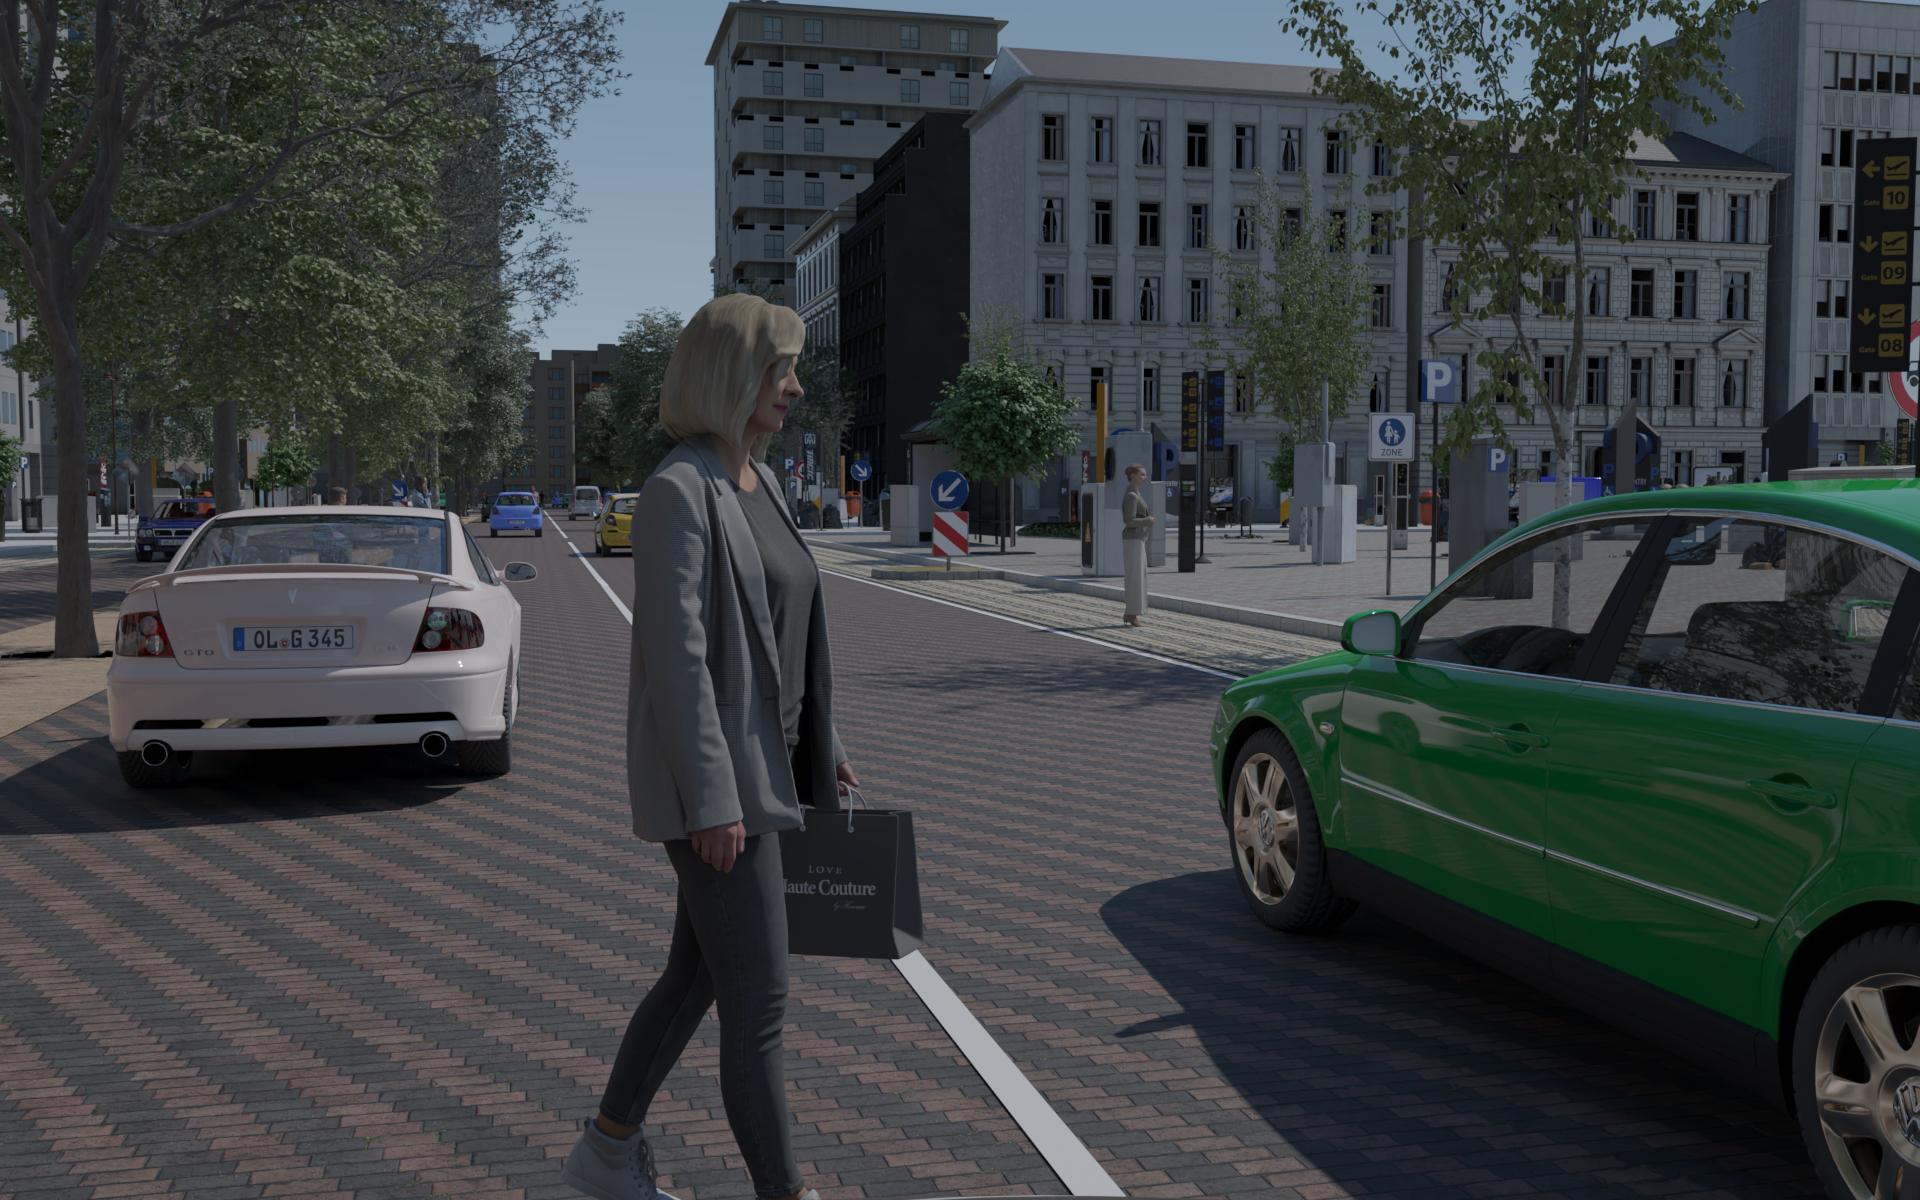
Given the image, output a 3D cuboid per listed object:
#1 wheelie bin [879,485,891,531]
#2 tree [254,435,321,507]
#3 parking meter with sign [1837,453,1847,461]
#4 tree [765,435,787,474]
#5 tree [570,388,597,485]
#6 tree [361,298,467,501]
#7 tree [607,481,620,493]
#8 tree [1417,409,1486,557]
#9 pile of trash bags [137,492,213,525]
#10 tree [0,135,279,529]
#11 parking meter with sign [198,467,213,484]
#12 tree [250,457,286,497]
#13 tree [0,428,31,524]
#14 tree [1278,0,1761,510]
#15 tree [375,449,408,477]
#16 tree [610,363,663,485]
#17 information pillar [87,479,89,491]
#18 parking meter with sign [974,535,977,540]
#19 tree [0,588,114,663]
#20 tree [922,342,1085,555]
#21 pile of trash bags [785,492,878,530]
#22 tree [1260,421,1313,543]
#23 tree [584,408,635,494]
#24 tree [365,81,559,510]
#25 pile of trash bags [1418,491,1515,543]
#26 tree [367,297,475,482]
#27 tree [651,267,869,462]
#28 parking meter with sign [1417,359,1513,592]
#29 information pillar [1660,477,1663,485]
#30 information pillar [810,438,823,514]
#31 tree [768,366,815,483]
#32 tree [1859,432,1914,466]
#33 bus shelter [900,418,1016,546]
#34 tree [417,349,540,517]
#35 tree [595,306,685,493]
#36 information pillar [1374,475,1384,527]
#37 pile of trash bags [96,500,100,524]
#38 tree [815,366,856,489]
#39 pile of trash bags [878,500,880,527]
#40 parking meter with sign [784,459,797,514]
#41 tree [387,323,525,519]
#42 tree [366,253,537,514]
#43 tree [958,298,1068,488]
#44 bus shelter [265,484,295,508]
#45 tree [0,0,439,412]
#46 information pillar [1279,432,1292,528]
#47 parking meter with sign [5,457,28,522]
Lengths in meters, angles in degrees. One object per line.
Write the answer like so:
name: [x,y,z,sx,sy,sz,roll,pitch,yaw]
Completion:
wheelie bin: [-2.406,-3.195,60.153,0.693,1.594,0.980,1,4,14]
tree: [-36.429,-6.732,93.780,4.285,4.588,4.351,0,3,0]
parking meter with sign: [38.058,-4.718,73.394,1.738,3.016,0.543,-1,4,-12]
tree: [-14.876,-10.842,127.632,4.737,8.622,4.395,0,3,0]
tree: [-39.934,-17.849,198.488,9.857,13.997,8.962,0,3,0]
tree: [-18.587,-6.422,57.825,4.737,8.622,4.395,0,3,0]
tree: [-41.286,-12.977,206.768,1.663,3.219,1.824,0,3,0]
tree: [10.492,-2.498,35.441,1.663,3.219,1.824,0,3,0]
pile of trash bags: [-30.823,-3.590,68.452,3.447,1.369,1.912,2,4,26]
tree: [-29.210,-9.504,62.054,9.857,13.997,8.962,0,3,0]
parking meter with sign: [-48.886,-7.076,111.945,0.543,3.016,1.738,1,4,12]
tree: [-35.975,-5.848,90.218,1.663,3.219,1.824,0,3,0]
tree: [-41.627,-5.531,74.139,4.285,4.588,4.351,0,3,0]
tree: [5.183,-3.977,15.392,4.737,8.622,4.395,0,3,0]
tree: [-59.857,-15.363,185.591,8.767,10.594,7.601,2,4,26]
tree: [-26.534,-14.132,149.184,7.486,12.596,7.792,0,3,0]
information pillar: [-43.670,-5.017,86.514,0.304,2.012,0.304,-3,4,-37]
parking meter with sign: [-0.377,-3.186,48.345,1.738,3.016,0.543,-1,4,-9]
tree: [-7.672,-6.226,14.627,12.009,13.543,11.850,0,3,0]
tree: [0.853,-3.269,37.157,4.285,4.588,4.351,0,3,0]
pile of trash bags: [-5.042,-3.315,63.956,3.447,1.369,1.912,-3,5,-44]
tree: [8.831,-3.136,45.877,1.663,3.219,1.824,0,3,0]
tree: [-33.526,-14.544,172.199,8.767,10.594,7.601,1,4,22]
tree: [-24.634,-13.351,76.641,12.611,20.169,13.585,0,3,0]
pile of trash bags: [13.436,-2.242,46.408,3.447,1.369,1.912,-3,5,-40]
tree: [-19.523,-6.701,62.374,4.360,8.622,3.978,0,3,0]
tree: [-7.934,-8.342,70.801,8.767,10.594,7.601,-1,4,-16]
parking meter with sign: [6.532,-1.564,21.828,0.543,3.016,1.738,-2,4,-24]
information pillar: [30.177,-4.312,74.999,0.304,2.012,0.304,-2,4,-32]
information pillar: [-5.526,-4.598,66.534,0.504,3.616,0.183,0,4,-5]
tree: [-9.336,-7.789,77.717,4.360,8.622,3.978,0,3,0]
tree: [28.888,-3.637,54.069,1.663,3.219,1.824,0,3,0]
bus shelter: [0.019,-3.092,44.477,2.014,3.302,5.546,-1,4,-14]
tree: [-31.263,-11.562,108.509,9.611,12.733,9.660,0,3,0]
tree: [-19.430,-12.866,117.010,9.857,13.997,8.962,0,3,0]
information pillar: [16.454,-3.883,67.977,0.304,2.012,0.304,0,4,1]
pile of trash bags: [-38.059,-3.958,74.460,1.912,1.369,3.447,-2,4,-27]
tree: [-7.470,-8.866,95.322,4.360,8.622,3.978,0,3,0]
pile of trash bags: [-2.322,-3.624,69.007,3.447,1.369,1.912,-1,4,-13]
parking meter with sign: [-8.188,-5.379,84.204,0.543,3.016,1.738,-1,4,-13]
tree: [-28.686,-10.448,99.030,9.928,11.665,9.643,0,3,0]
tree: [-26.279,-10.990,88.802,9.857,13.997,8.962,0,3,0]
tree: [1.741,-7.021,65.155,4.737,8.622,4.395,0,3,0]
bus shelter: [-38.599,-6.434,99.125,2.014,3.302,5.546,-1,4,-14]
tree: [-10.386,-6.332,24.111,7.486,12.596,7.792,0,3,0]
information pillar: [12.340,-4.528,65.382,0.504,3.616,0.183,1,4,16]
parking meter with sign: [-44.384,-5.167,80.740,1.738,3.016,0.543,0,4,8]
